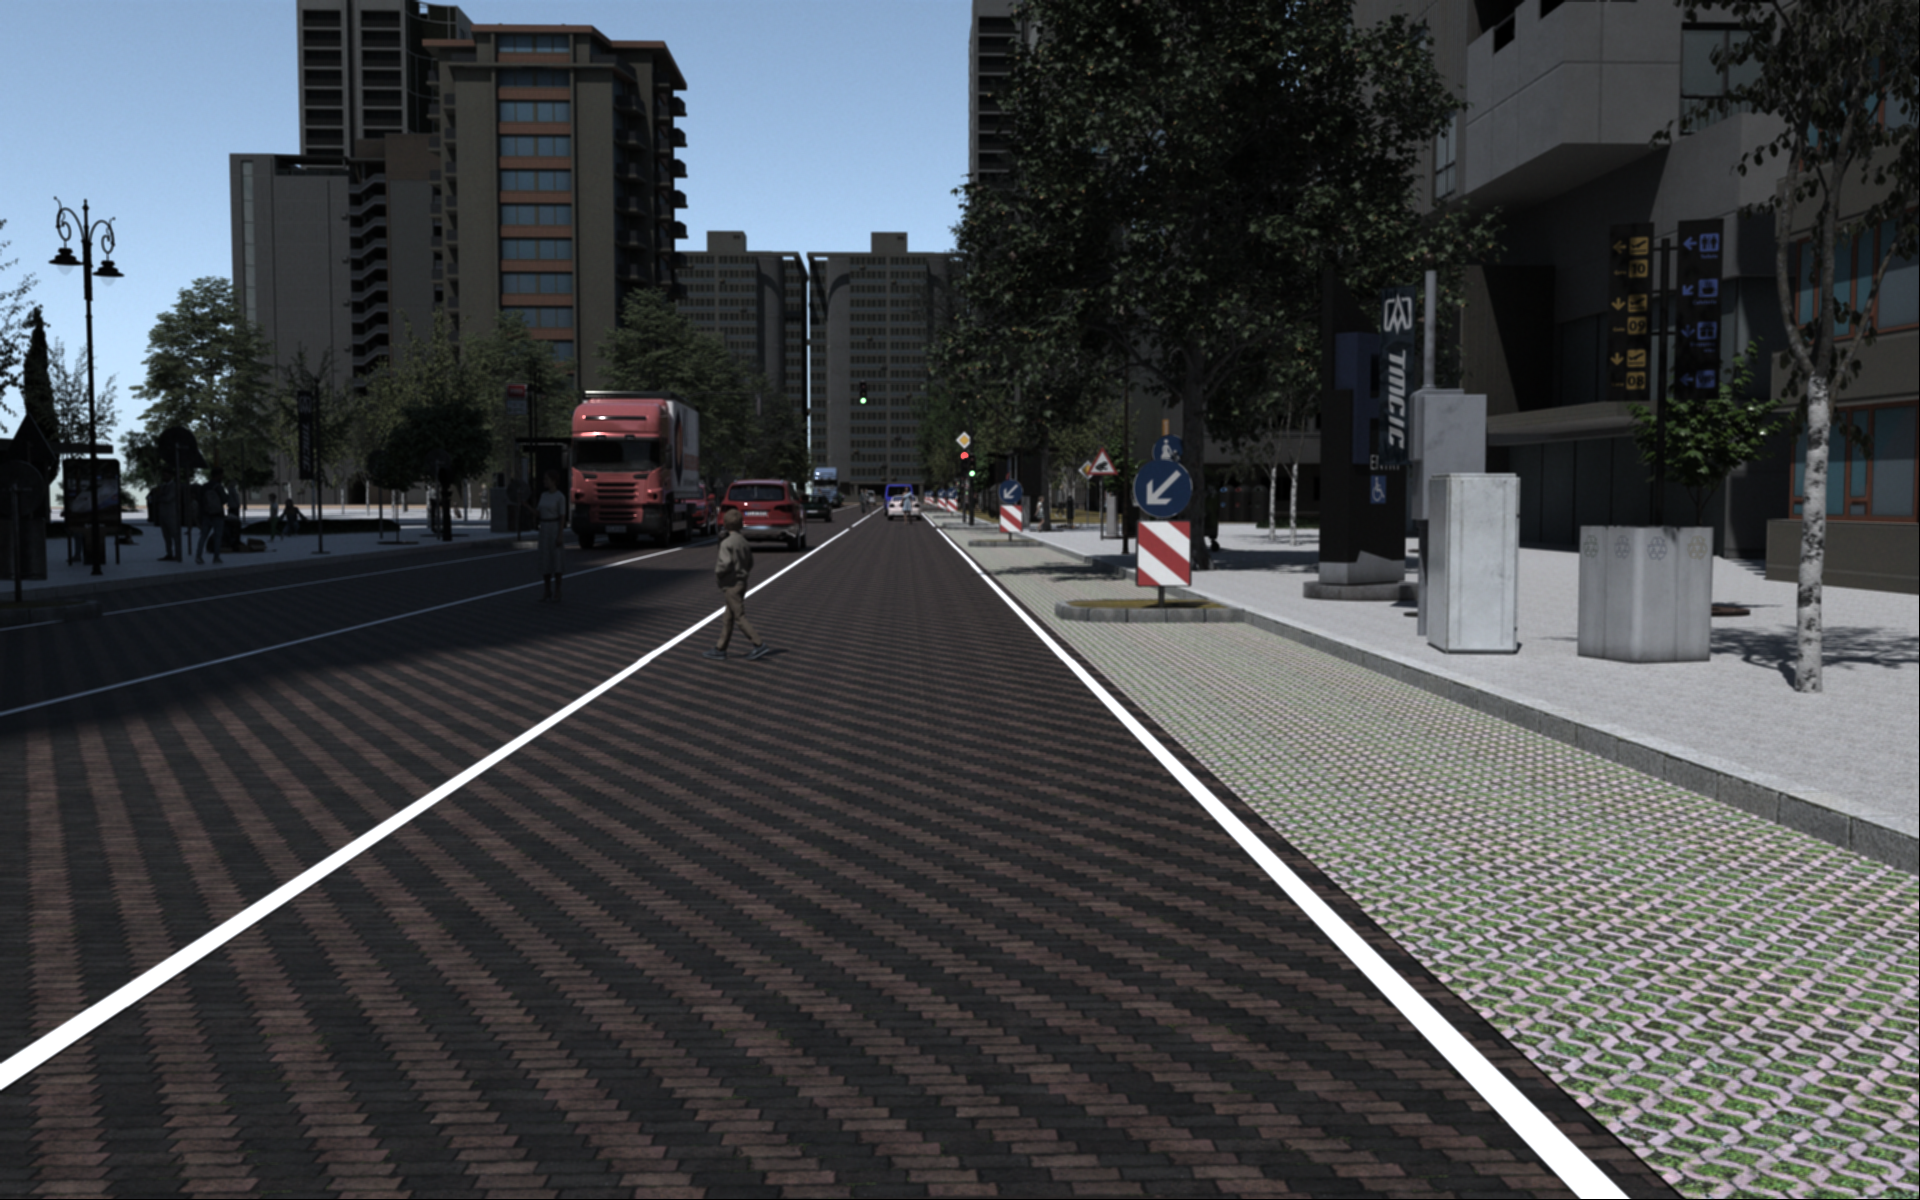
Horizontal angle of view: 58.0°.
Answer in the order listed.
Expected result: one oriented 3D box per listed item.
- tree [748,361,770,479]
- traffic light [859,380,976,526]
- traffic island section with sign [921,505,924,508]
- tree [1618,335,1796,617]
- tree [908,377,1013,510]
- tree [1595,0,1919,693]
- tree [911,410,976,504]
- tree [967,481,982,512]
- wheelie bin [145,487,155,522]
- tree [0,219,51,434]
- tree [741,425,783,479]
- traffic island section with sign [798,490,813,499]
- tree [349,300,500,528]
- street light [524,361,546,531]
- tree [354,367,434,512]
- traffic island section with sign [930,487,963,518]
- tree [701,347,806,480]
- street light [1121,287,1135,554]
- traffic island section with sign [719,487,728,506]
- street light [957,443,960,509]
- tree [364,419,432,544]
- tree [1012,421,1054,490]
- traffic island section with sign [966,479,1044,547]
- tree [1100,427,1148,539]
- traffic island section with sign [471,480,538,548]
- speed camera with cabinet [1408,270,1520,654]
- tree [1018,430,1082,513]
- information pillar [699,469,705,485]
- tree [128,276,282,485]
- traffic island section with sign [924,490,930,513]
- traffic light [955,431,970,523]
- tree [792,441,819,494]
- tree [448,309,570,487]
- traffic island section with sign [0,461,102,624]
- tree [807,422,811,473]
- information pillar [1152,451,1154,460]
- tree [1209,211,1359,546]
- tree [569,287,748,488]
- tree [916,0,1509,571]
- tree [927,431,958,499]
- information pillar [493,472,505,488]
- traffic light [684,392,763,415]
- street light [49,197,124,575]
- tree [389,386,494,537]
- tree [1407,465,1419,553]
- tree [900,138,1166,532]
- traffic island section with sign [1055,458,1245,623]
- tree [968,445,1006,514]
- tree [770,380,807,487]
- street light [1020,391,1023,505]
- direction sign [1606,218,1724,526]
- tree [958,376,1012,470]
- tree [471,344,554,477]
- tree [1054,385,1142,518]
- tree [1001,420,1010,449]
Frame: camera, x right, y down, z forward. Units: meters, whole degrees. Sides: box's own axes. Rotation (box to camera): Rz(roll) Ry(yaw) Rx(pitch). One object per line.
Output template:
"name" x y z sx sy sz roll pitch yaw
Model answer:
"tree" -17.582 -12.417 121.137 7.486 12.596 7.792 0 3 0
"traffic light" -1.646 -5.797 69.450 4.771 5.953 1.251 0 4 -2
"traffic island section with sign" -3.167 -10.479 179.955 1.989 1.847 2.006 0 4 -2
"tree" 7.859 -1.471 18.647 1.663 3.219 1.824 0 3 0
"tree" 0.872 -13.277 142.836 9.928 11.665 9.643 0 3 0
"tree" 5.751 -3.707 10.972 4.360 8.622 3.978 0 3 0
"tree" -1.581 -19.759 229.718 9.857 13.997 8.962 0 3 0
"tree" 1.202 -7.979 125.062 1.663 3.219 1.824 0 3 0
"wheelie bin" -36.362 -4.308 78.351 0.693 1.594 0.980 0 4 -5
"tree" -25.220 -5.703 43.612 4.360 8.622 3.978 0 3 0
"tree" -18.064 -12.461 154.097 4.360 8.622 3.978 0 3 0
"traffic island section with sign" -16.373 -10.441 179.336 1.989 1.847 2.006 0 4 -2
"tree" -20.329 -7.078 66.084 4.737 8.622 4.395 0 3 0
"street light" -14.710 -5.340 60.101 0.468 5.910 1.993 0 4 -2
"tree" -40.190 -11.700 125.705 8.767 10.594 7.601 0 4 0
"traffic island section with sign" -0.598 -5.732 102.342 1.989 1.847 2.006 0 4 -2
"tree" -17.923 -14.233 143.075 12.009 13.543 11.850 0 3 0
"street light" 3.532 -3.914 36.785 0.468 5.910 1.993 0 4 -2
"traffic island section with sign" -13.804 -5.706 101.915 1.989 1.847 2.006 0 4 -2
"street light" -0.188 -10.976 152.246 0.468 5.910 1.993 0 4 -2
"tree" -14.392 -3.059 44.623 1.663 3.219 1.824 0 3 0
"tree" 6.369 -9.166 100.226 4.737 8.622 4.395 0 3 0
"traffic island section with sign" 1.232 -2.370 47.372 1.989 1.847 2.006 0 4 -2
"tree" 4.537 -3.393 50.072 1.663 3.219 1.824 0 3 0
"traffic island section with sign" -11.983 -2.335 46.808 1.989 1.847 2.006 0 4 -2
"speed camera with cabinet" 4.281 -1.248 14.744 0.660 3.252 2.038 0 4 6
"tree" 6.292 -10.126 115.923 4.360 8.622 3.978 0 3 0
"information pillar" -19.736 -8.624 132.356 0.504 3.616 0.183 2 4 24
"tree" -39.363 -10.552 90.649 7.486 12.596 7.792 0 3 0
"traffic island section with sign" -1.486 -7.379 129.282 1.989 1.847 2.006 0 4 -2
"traffic light" 0.177 -5.426 77.641 0.839 4.253 0.868 0 4 -2
"tree" -20.401 -16.983 228.032 4.737 8.622 4.395 0 3 0
"tree" -27.719 -11.494 106.056 7.486 12.596 7.792 0 3 0
"traffic island section with sign" -11.083 -0.687 19.868 1.989 1.847 2.006 0 4 -2
"tree" -20.734 -17.020 196.399 7.486 12.596 7.792 0 3 0
"information pillar" 9.026 -5.411 79.827 0.183 3.616 0.504 3 5 43
"tree" 8.244 -5.664 42.963 4.360 8.622 3.978 0 3 0
"tree" -16.708 -10.840 95.363 7.486 12.596 7.792 0 3 0
"tree" 4.020 -6.847 28.953 9.611 12.733 9.660 0 3 0
"tree" -1.328 -14.623 189.454 4.737 8.622 4.395 0 3 0
"information pillar" -15.541 -3.299 58.434 0.304 2.012 0.304 -3 4 -39
"traffic light" -11.188 -6.276 77.285 4.771 5.953 1.251 0 4 -2
"street light" -13.703 -3.335 27.315 0.468 5.910 1.993 0 4 -2
"tree" -15.756 -4.230 52.874 4.285 4.588 4.351 0 3 0
"tree" 10.507 -2.651 37.951 1.663 3.219 1.824 0 3 0
"tree" 2.817 -9.096 59.095 12.009 13.543 11.850 0 3 0
"traffic island section with sign" 2.130 -0.700 20.075 1.989 1.847 2.006 0 4 -2
"tree" 1.693 -7.933 113.410 4.285 4.588 4.351 0 3 0
"tree" -18.894 -14.870 161.244 7.486 12.596 7.792 0 3 0
"street light" 2.479 -5.907 69.363 0.468 5.910 1.993 0 4 -2
"direction sign" 5.861 -1.375 14.482 0.876 3.537 0.379 1 4 22
"tree" 2.297 -9.574 106.900 4.737 8.622 4.395 0 3 0
"tree" -37.266 -14.192 142.403 12.009 13.543 11.850 0 3 0
"tree" 7.447 -8.578 90.612 4.737 8.622 4.395 0 3 0
"tree" 5.254 -11.317 135.392 4.360 8.622 3.978 0 3 0
